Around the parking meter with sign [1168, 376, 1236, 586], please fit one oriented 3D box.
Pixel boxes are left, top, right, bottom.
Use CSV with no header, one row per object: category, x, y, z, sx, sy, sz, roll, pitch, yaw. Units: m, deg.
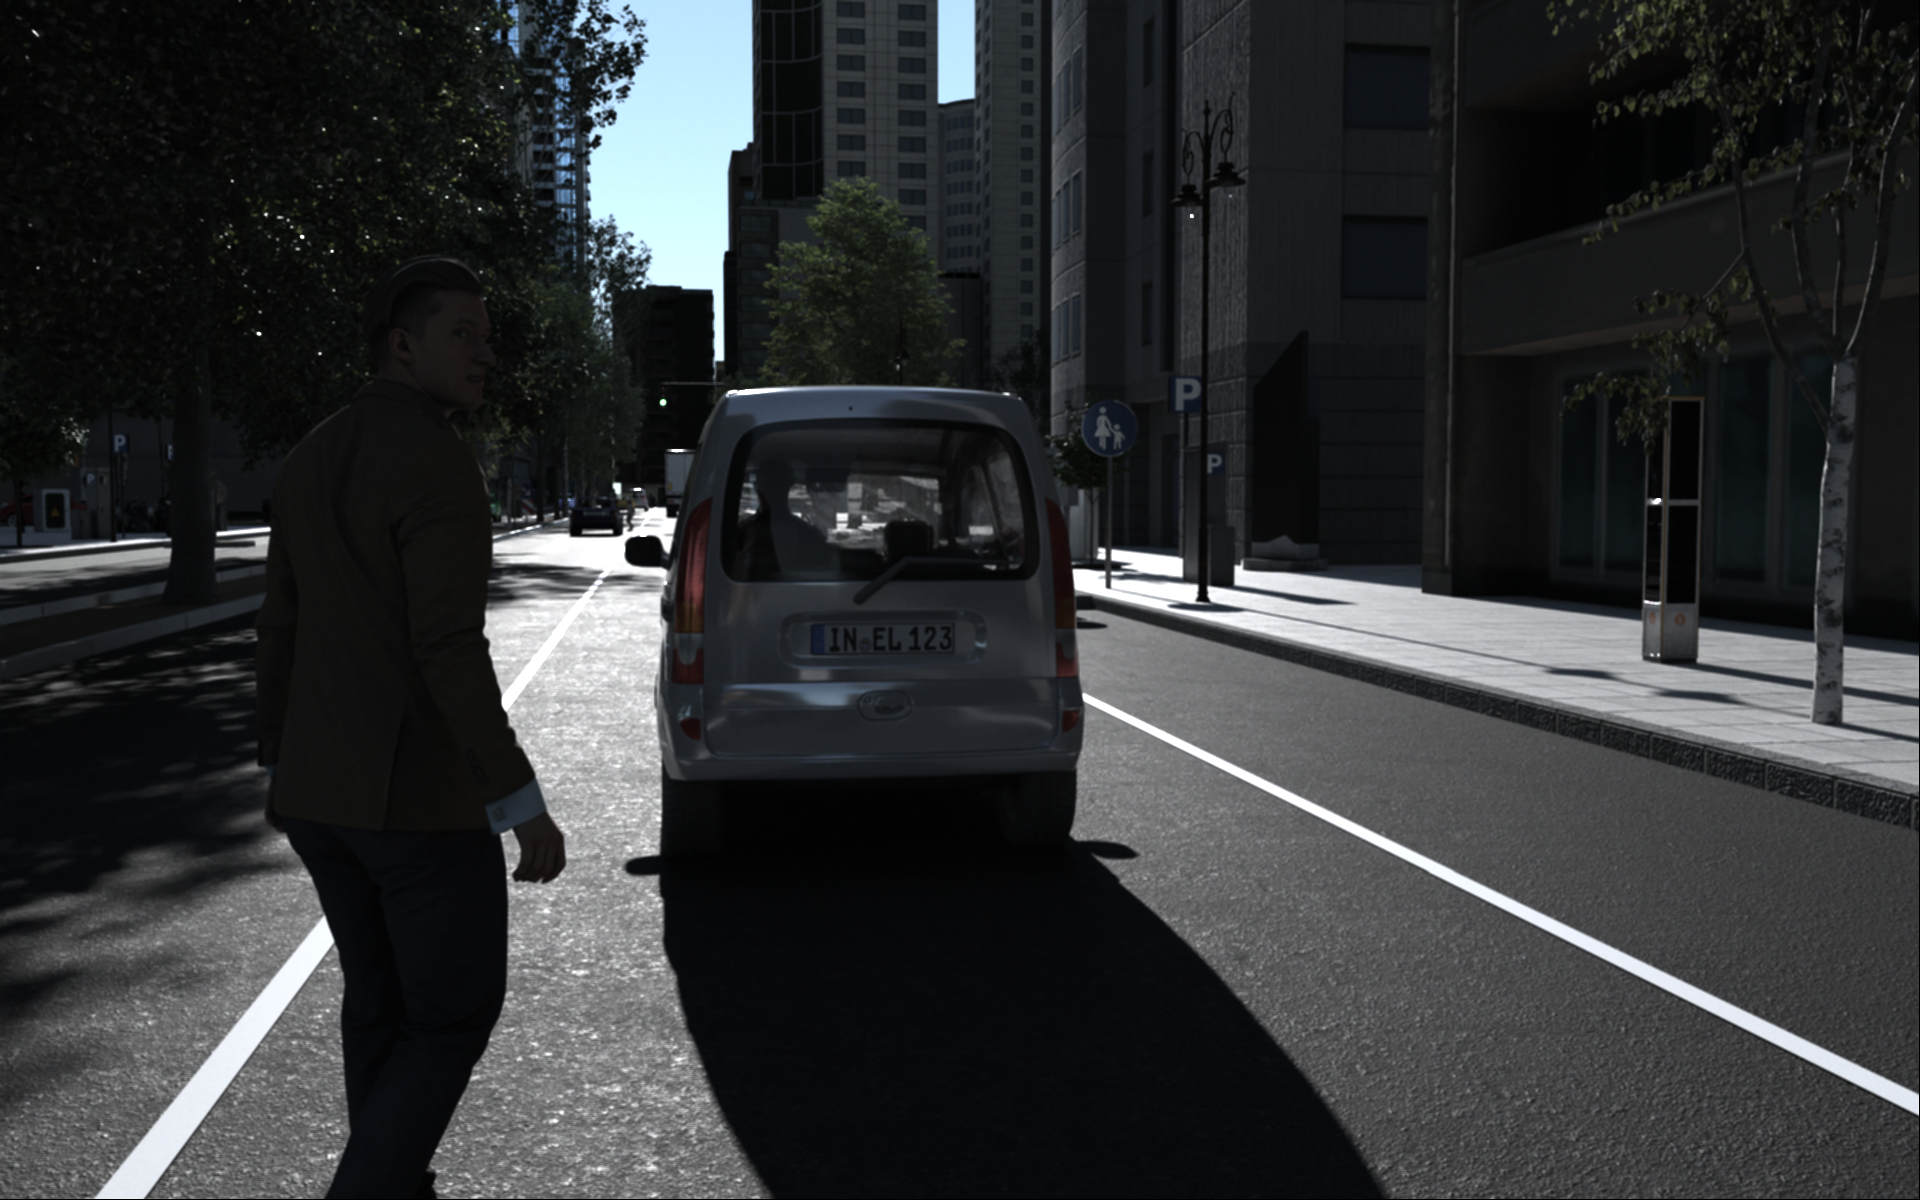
parking meter with sign,3.509,-1.748,24.838,0.543,3.016,1.738,-1,4,-11

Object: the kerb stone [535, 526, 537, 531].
kerb stone,-16.416,-2.703,66.438,0.120,0.150,1.000,-1,4,-10

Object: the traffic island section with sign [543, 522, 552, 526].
traffic island section with sign,-19.348,-4.243,77.508,2.006,1.907,1.989,-1,4,-10

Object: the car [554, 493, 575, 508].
car,-36.710,-9.265,161.078,1.945,1.707,3.694,-1,4,-11

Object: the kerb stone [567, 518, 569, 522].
kerb stone,-19.916,-3.973,87.146,0.120,0.150,1.000,-1,4,-10

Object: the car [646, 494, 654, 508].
car,-32.668,-10.209,178.721,2.131,1.459,4.920,-1,4,-9

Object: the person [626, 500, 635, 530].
person,-12.971,-3.353,68.337,0.382,1.210,0.505,-1,4,-22

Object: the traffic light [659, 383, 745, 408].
traffic light,-9.914,-5.897,71.089,4.771,5.953,1.251,-1,4,-10

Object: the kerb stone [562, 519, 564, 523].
kerb stone,-19.236,-3.725,83.098,0.120,0.150,1.000,-1,4,-10

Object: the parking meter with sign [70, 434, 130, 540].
parking meter with sign,-24.489,-3.243,49.285,0.543,3.016,1.738,1,4,19

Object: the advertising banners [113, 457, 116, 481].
advertising banners,-40.278,-5.223,81.584,2.074,3.025,0.090,2,4,35

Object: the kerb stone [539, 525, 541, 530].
kerb stone,-16.758,-2.827,68.453,0.120,0.150,1.000,-1,4,-10

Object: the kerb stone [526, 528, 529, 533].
kerb stone,-15.729,-2.458,62.399,0.120,0.150,1.000,-1,4,-10

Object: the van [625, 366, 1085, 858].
van,-0.596,-0.078,8.280,2.013,2.044,4.112,-1,4,-9

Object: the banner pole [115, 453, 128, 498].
banner pole,-37.640,-5.362,77.681,0.863,3.779,0.401,1,4,21

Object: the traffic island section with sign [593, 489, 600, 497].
traffic island section with sign,-31.906,-8.774,151.594,2.006,1.907,1.989,-1,4,-10

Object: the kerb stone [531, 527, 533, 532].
kerb stone,-16.069,-2.582,64.415,0.120,0.150,1.000,-1,4,-10

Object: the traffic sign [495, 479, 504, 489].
traffic sign,-39.389,-9.047,148.023,0.768,2.556,0.104,0,4,-2

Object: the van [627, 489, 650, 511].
van,-27.088,-8.479,145.650,2.013,2.044,4.112,0,4,-8

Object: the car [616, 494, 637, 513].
car,-26.251,-7.637,135.089,2.015,1.641,3.980,-1,4,-9

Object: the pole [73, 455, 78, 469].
pole,-38.064,-4.939,74.597,0.158,3.312,0.155,0,3,0

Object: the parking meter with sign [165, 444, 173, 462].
parking meter with sign,-26.881,-3.949,60.830,1.738,3.016,0.543,0,4,-6

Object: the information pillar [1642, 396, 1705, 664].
information pillar,5.418,-0.531,13.167,0.304,2.012,0.304,0,4,-6

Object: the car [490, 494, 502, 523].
car,-24.324,-4.847,88.046,1.959,1.807,4.718,-1,4,-11

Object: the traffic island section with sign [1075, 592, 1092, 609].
traffic island section with sign,0.518,-0.844,22.435,1.989,1.847,2.006,-1,4,-10

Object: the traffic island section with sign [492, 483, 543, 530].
traffic island section with sign,-18.120,-3.796,70.203,2.006,1.907,1.989,-1,4,-10

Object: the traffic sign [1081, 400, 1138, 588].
traffic sign,2.018,-1.430,23.492,0.768,2.556,0.104,0,4,-3

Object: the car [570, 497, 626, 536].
car,-12.815,-2.971,61.152,1.945,1.354,3.894,-1,4,-9

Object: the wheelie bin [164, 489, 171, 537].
wheelie bin,-23.425,-2.699,52.034,0.980,1.594,0.693,1,4,18

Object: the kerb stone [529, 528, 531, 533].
kerb stone,-15.901,-2.521,63.407,0.120,0.150,1.000,-1,4,-10

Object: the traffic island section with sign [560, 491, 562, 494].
traffic island section with sign,-46.927,-11.979,204.490,1.989,1.847,2.006,-1,4,-10

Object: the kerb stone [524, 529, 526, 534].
kerb stone,-15.563,-2.392,61.388,0.120,0.150,1.000,-1,4,-10

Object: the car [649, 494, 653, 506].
car,-39.029,-12.643,215.506,1.959,1.807,4.718,0,4,-8

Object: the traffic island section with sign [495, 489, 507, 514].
traffic island section with sign,-33.920,-7.284,127.715,1.989,1.847,2.006,-1,4,-10

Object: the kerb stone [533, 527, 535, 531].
kerb stone,-16.241,-2.644,65.431,0.120,0.150,1.000,-1,4,-10

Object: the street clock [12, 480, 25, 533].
street clock,-31.008,-3.214,57.116,0.471,2.002,0.358,3,4,38

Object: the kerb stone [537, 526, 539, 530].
kerb stone,-16.582,-2.761,67.447,0.120,0.150,1.000,-1,4,-10

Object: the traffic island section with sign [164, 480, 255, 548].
traffic island section with sign,-20.226,-2.336,46.821,1.989,1.847,2.006,-1,4,-10

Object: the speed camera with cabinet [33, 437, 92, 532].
speed camera with cabinet,-30.379,-3.948,58.884,0.660,3.252,2.038,2,4,35

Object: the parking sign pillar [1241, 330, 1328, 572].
parking sign pillar,5.495,-2.492,29.220,1.447,3.967,1.447,-2,4,-27

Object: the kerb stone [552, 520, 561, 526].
kerb stone,-18.886,-3.594,81.084,0.120,0.150,1.000,-1,4,-10

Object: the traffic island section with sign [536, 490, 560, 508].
traffic island section with sign,-42.293,-10.310,177.188,1.989,1.847,2.006,-1,4,-10

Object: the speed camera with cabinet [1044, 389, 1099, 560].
speed camera with cabinet,2.133,-2.393,33.457,0.660,3.252,2.038,1,4,20

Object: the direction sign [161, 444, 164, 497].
direction sign,-36.094,-5.285,78.403,0.379,3.537,0.876,-1,4,-22

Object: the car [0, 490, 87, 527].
car,-36.459,-3.744,70.255,4.494,1.783,2.155,-1,4,-8
